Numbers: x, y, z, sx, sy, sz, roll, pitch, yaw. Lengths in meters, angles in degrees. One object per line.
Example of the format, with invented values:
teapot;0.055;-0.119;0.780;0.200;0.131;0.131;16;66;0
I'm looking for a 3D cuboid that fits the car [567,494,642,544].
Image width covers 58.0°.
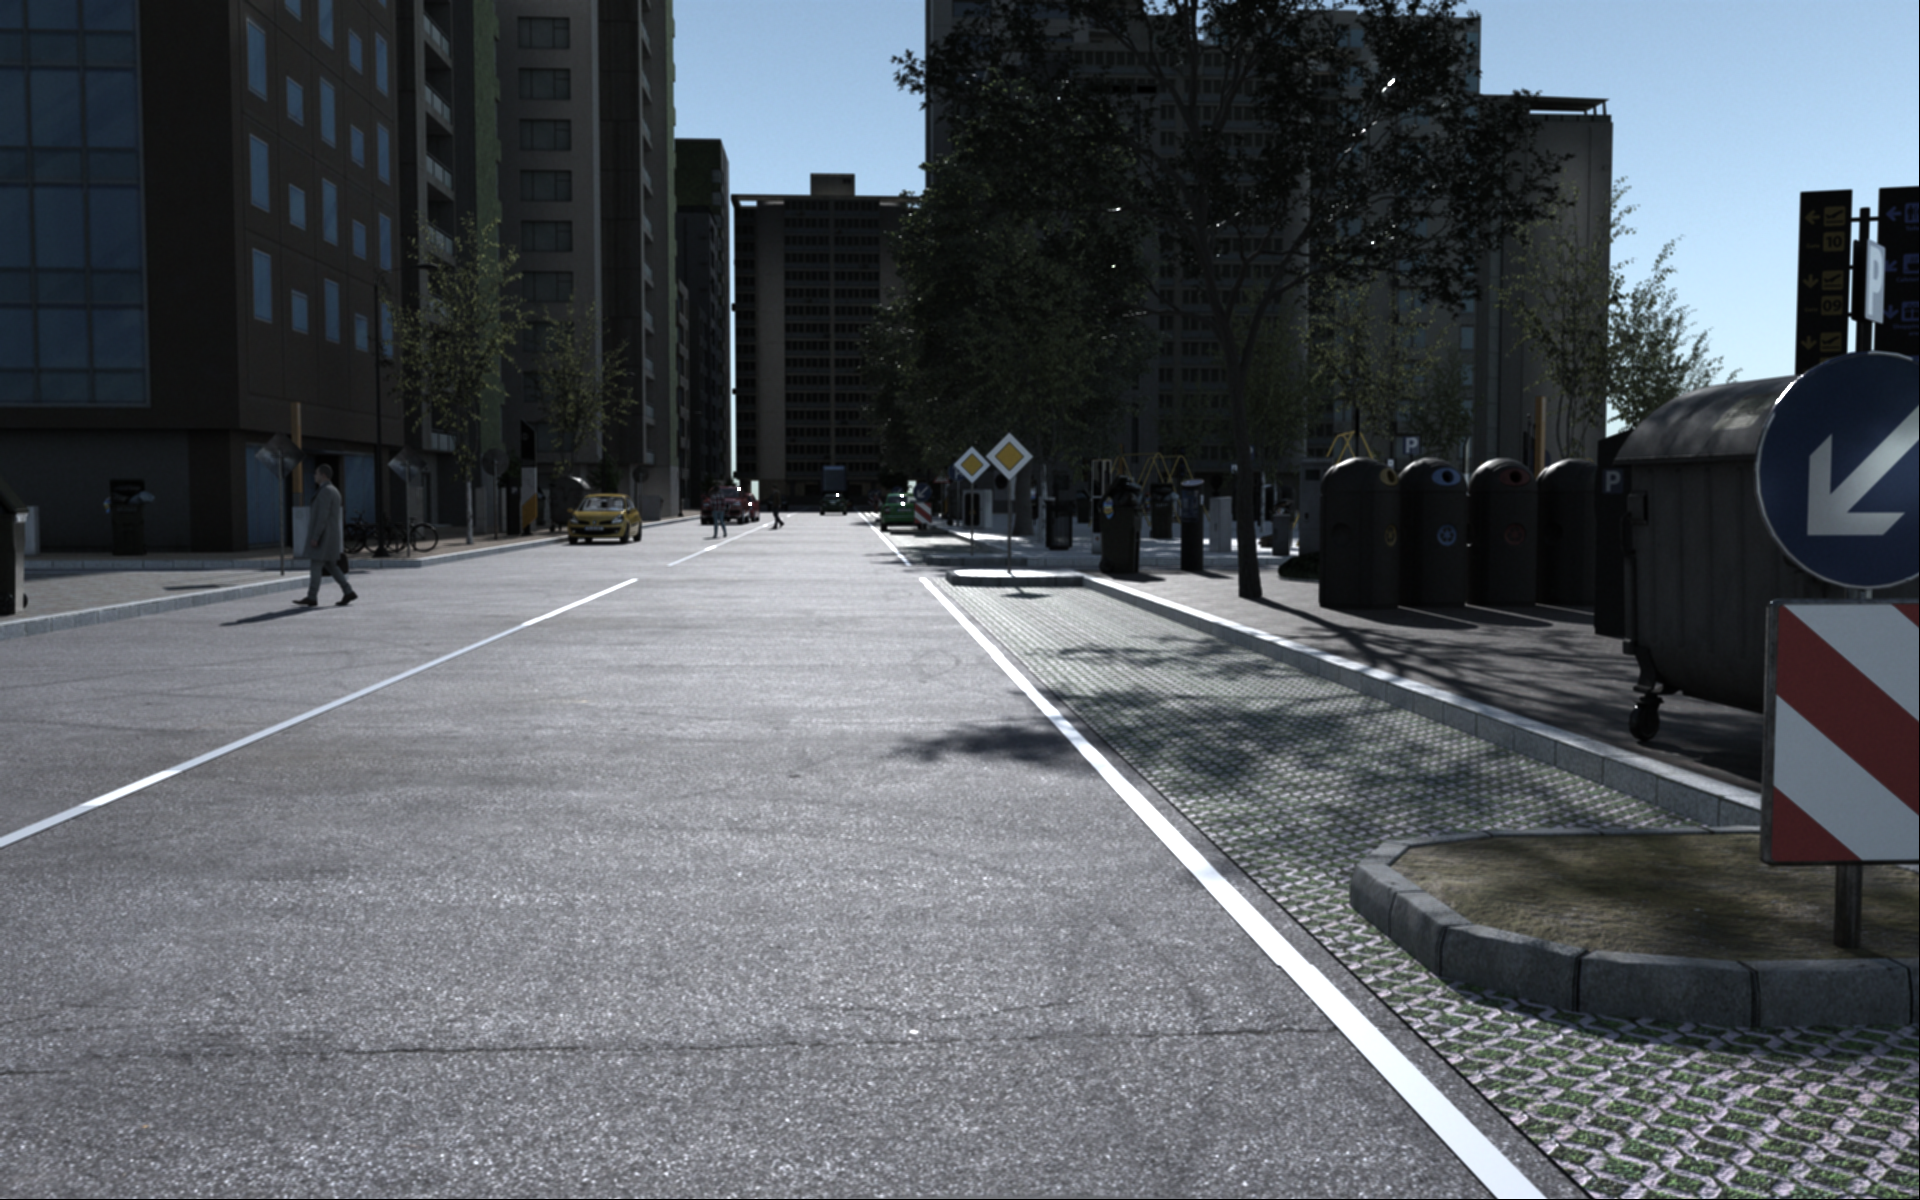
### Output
car;-10.495;-2.508;51.235;2.015;1.641;3.980;0;4;-2

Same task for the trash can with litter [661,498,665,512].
trash can with litter;-15.021;-4.547;85.732;0.624;1.170;1.055;0;4;2

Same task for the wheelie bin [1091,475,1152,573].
wheelie bin;2.647;-1.247;28.294;0.693;1.594;0.980;1;4;19

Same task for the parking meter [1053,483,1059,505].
parking meter;5.148;-5.353;93.239;0.255;1.863;0.399;-1;4;-8

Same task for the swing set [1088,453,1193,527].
swing set;6.948;-4.229;66.763;2.862;2.851;3.119;-2;4;-26

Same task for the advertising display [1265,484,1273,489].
advertising display;19.605;-6.489;111.308;0.974;1.923;0.123;0;4;-8

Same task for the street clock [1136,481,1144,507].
street clock;9.821;-5.504;94.563;0.358;2.002;0.471;-2;4;-31

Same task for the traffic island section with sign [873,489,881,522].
traffic island section with sign;-3.305;-4.860;88.096;1.989;1.847;2.006;0;4;-4

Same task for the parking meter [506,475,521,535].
parking meter;-13.991;-2.970;54.275;0.399;1.863;0.255;-3;4;-37

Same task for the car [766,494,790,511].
car;-15.581;-8.457;148.050;2.009;1.686;4.222;0;4;-6

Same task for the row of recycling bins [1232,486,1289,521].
row of recycling bins;14.701;-4.670;83.471;3.534;1.692;1.069;-2;4;-29

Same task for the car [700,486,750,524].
car;-11.307;-4.582;83.596;2.281;1.827;5.304;0;4;-2

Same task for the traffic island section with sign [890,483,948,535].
traffic island section with sign;-1.466;-3.216;61.204;1.989;1.847;2.006;0;4;-4

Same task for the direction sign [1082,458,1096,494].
direction sign;8.027;-7.068;107.565;0.876;3.537;0.379;1;4;18

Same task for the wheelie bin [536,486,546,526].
wheelie bin;-17.276;-3.822;70.392;0.980;1.594;0.693;2;4;34

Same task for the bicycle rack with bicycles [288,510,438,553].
bicycle rack with bicycles;-13.029;-1.525;38.311;2.925;0.926;2.852;0;4;-4

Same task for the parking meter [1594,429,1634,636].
parking meter;5.998;-0.614;15.754;0.255;1.863;0.399;-2;4;-31

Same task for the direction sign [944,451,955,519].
direction sign;-0.551;-6.019;90.403;0.379;3.537;0.876;-3;5;-41

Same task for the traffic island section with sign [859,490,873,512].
traffic island section with sign;-8.561;-9.540;164.607;1.989;1.847;2.006;0;4;-4

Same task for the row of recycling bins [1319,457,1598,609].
row of recycling bins;5.826;-0.787;19.976;3.534;1.692;1.069;-1;4;-13

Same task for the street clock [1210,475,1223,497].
street clock;9.653;-3.713;65.280;0.471;2.002;0.358;0;4;7

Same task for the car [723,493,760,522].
car;-11.449;-4.964;90.199;2.155;1.783;4.494;0;4;-2

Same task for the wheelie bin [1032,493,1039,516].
wheelie bin;4.278;-5.669;100.598;0.693;1.594;0.980;0;4;-4

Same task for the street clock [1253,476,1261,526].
street clock;12.001;-3.951;69.168;0.358;2.002;0.471;0;4;-2

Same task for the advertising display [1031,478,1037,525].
advertising display;2.731;-4.018;70.914;0.974;1.923;0.123;-3;4;-36

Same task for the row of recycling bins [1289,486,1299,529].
row of recycling bins;13.692;-3.356;61.978;3.534;1.692;1.069;-1;4;-21

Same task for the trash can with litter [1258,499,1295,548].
trash can with litter;7.525;-1.837;41.427;0.624;1.170;1.055;-2;4;-30

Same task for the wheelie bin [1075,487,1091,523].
wheelie bin;5.464;-4.198;76.549;0.693;1.594;0.980;1;4;11

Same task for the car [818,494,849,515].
car;-8.757;-6.619;120.024;2.131;1.459;4.920;0;4;-3

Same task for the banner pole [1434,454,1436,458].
banner pole;29.473;-7.242;108.423;0.863;3.779;0.401;2;4;26

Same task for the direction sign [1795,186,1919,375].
direction sign;6.715;-1.281;12.949;0.876;3.537;0.379;1;4;18

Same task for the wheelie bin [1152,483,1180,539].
wheelie bin;5.834;-2.566;49.869;0.980;1.594;0.693;0;4;3

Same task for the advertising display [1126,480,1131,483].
advertising display;7.625;-4.538;79.402;0.123;1.923;0.974;-1;4;-18

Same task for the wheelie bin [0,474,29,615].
wheelie bin;-10.381;-0.647;18.489;0.693;1.594;0.980;-1;4;-17

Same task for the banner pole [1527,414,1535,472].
banner pole;18.000;-3.931;54.291;0.401;3.779;0.863;-2;4;-31

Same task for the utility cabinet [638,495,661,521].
utility cabinet;-14.975;-4.429;83.574;1.020;1.237;0.306;0;4;-3

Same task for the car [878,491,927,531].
car;-2.256;-3.646;68.405;1.959;1.807;4.718;0;4;-3

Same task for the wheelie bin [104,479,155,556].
wheelie bin;-17.338;-1.728;36.164;0.980;1.594;0.693;-2;4;-23

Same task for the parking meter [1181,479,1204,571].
parking meter;3.901;-1.265;29.089;0.372;1.533;0.369;0;3;0

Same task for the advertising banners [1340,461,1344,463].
advertising banners;20.375;-5.772;90.568;0.090;3.025;2.074;-1;4;-18

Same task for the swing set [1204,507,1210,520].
swing set;8.528;-4.516;71.455;2.862;2.851;3.119;-1;4;-19

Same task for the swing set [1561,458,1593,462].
swing set;27.408;-4.871;77.259;2.862;2.851;3.119;0;4;-3

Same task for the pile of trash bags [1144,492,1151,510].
pile of trash bags;10.602;-4.781;87.928;1.912;1.369;3.447;-3;4;-38

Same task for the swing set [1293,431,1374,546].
swing set;9.815;-2.824;43.791;2.862;2.851;3.119;0;4;5

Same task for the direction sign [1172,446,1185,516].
direction sign;10.421;-5.540;82.578;0.379;3.537;0.876;-2;4;-33

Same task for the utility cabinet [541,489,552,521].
utility cabinet;-19.346;-4.399;80.604;1.173;1.500;0.318;-1;4;-16
